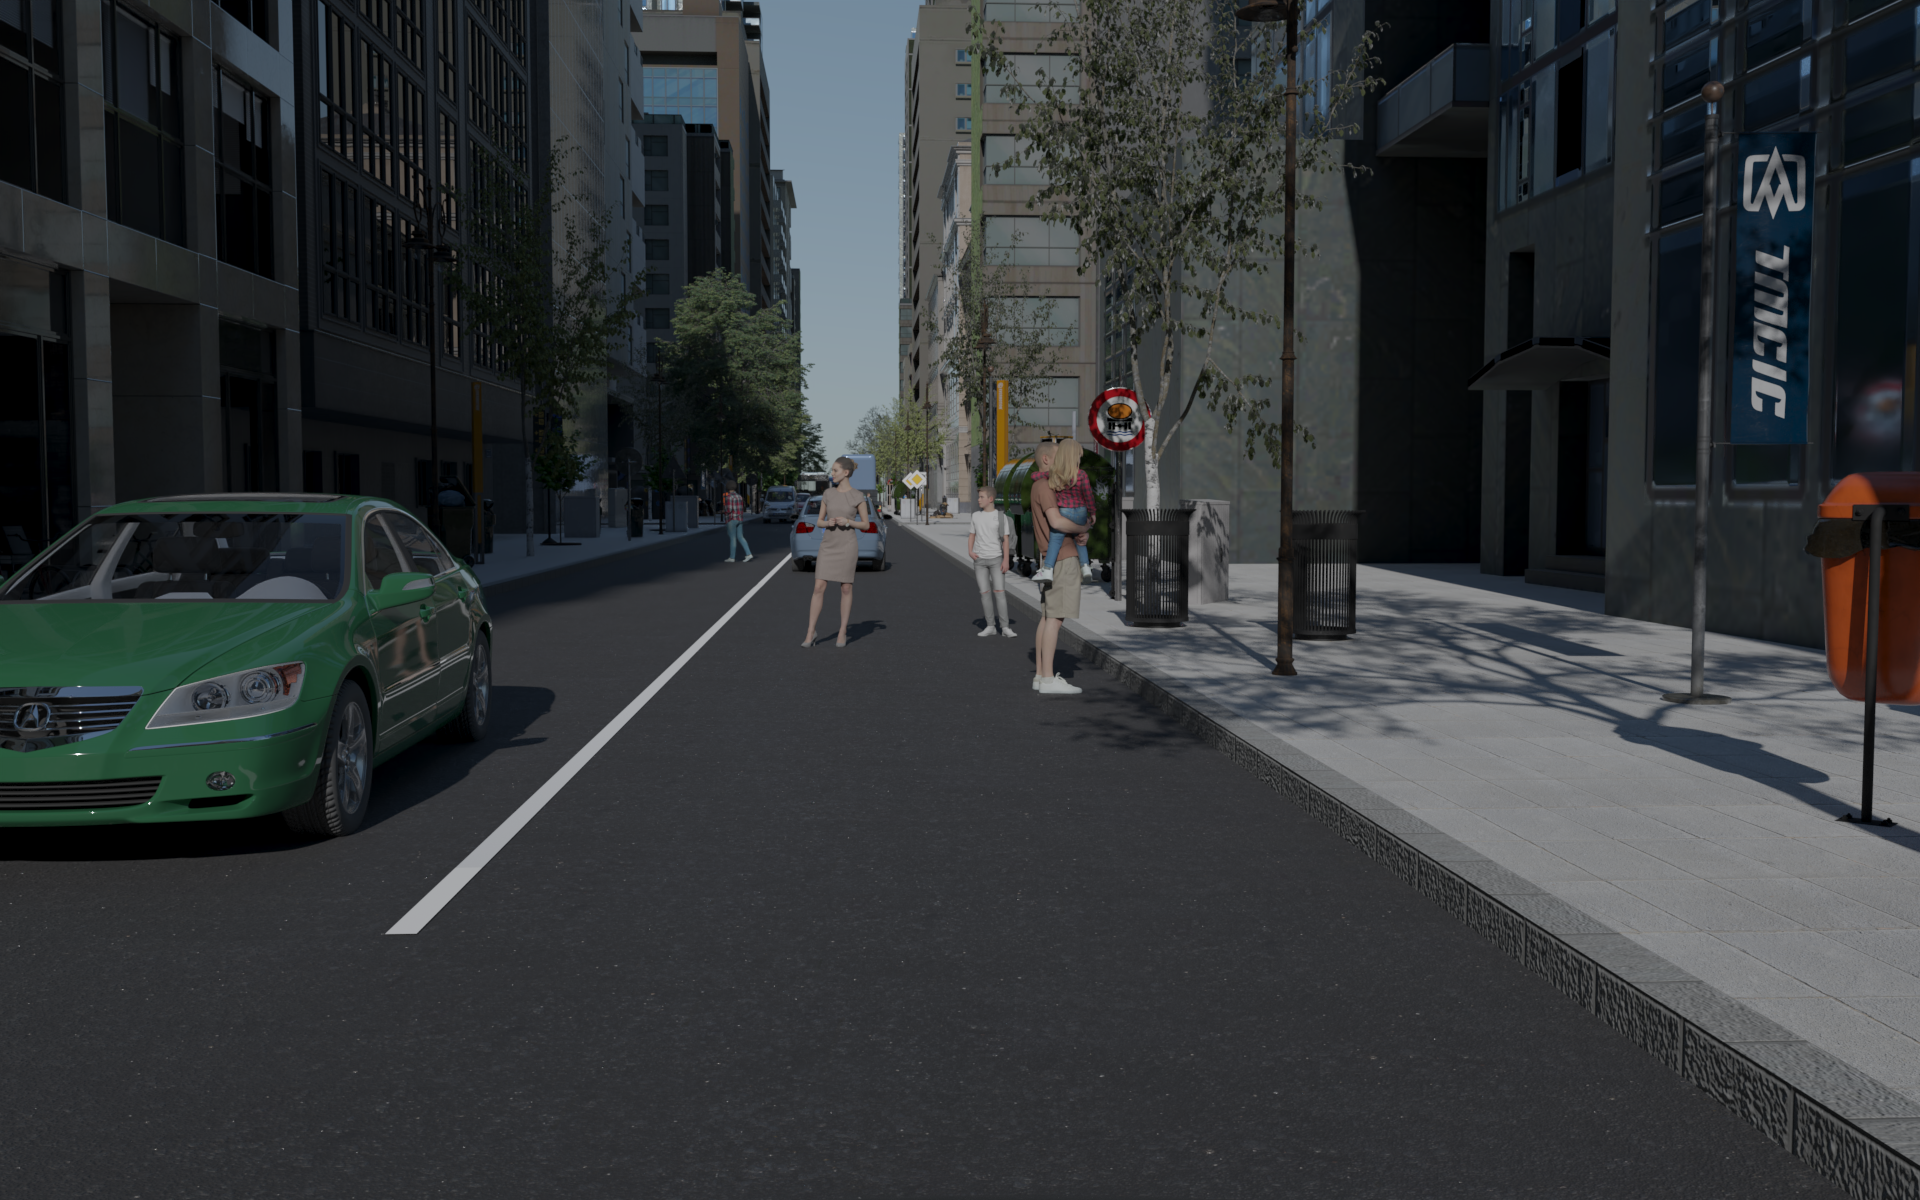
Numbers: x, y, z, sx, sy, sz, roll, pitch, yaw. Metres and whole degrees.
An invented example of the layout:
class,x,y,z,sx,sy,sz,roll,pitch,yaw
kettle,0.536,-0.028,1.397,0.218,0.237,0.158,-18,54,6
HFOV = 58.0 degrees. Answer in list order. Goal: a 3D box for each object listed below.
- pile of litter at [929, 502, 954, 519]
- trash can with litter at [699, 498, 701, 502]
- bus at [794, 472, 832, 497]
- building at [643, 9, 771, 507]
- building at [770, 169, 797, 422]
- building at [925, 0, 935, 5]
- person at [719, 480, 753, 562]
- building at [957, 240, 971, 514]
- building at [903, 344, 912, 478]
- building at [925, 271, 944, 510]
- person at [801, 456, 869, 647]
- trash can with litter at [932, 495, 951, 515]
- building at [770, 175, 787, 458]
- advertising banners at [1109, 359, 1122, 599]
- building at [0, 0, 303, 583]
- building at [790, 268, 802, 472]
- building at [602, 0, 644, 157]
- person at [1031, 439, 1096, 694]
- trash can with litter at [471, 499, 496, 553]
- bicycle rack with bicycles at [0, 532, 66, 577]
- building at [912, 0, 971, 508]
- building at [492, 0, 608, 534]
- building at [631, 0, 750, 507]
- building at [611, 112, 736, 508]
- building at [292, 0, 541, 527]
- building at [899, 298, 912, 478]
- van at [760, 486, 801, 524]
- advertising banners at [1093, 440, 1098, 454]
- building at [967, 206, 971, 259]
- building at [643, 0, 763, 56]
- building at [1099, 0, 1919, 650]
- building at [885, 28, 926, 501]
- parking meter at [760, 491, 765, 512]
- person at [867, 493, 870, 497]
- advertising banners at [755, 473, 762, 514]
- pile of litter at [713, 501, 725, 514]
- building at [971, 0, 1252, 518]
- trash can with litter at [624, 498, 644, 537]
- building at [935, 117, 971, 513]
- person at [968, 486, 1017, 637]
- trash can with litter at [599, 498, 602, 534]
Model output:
class,x,y,z,sx,sy,sz,roll,pitch,yaw
pile of litter,-0.849,-4.722,91.165,1.719,0.858,1.176,1,4,20
trash can with litter,-17.756,-6.368,115.502,0.624,1.170,1.055,2,4,26
bus,-12.005,-8.985,141.764,2.948,3.499,13.247,0,4,-5
building,-30.659,-33.927,178.404,21.300,48.544,21.600,0,4,-4
building,-41.294,-42.424,282.871,28.713,52.752,27.495,0,4,-4
building,4.664,-45.841,187.749,20.563,71.187,20.611,0,4,-4
person,-4.734,-1.662,36.514,0.643,1.720,0.563,2,4,28
building,5.654,-14.815,106.845,10.561,19.102,19.286,0,4,-4
building,7.187,-22.577,214.175,27.650,21.520,28.899,0,4,-4
building,2.297,-18.124,145.476,9.793,20.994,18.267,0,4,-4
person,-1.170,-0.451,16.214,0.599,1.781,0.374,1,4,14
trash can with litter,-0.891,-5.724,104.646,1.678,1.210,2.233,-1,4,-8
building,-36.902,-38.810,254.152,23.786,49.044,30.456,0,4,-4
advertising banners,1.991,-1.576,21.956,0.090,3.025,2.074,0,4,8
building,-19.522,-12.611,10.705,19.350,26.468,34.151,0,4,-4
building,-35.168,-37.985,304.651,14.154,41.232,14.086,0,4,-4
building,-32.508,-31.047,96.858,28.713,52.752,27.495,0,4,-4
person,0.716,-0.250,12.556,0.580,1.828,0.573,3,5,42
trash can with litter,-10.496,-1.592,37.422,1.055,1.170,0.624,3,5,44
bicycle rack with bicycles,-7.726,-0.201,16.670,2.925,0.926,2.852,2,4,31
building,6.348,-33.256,167.438,21.300,48.544,21.600,0,4,-4
building,-23.271,-14.818,60.305,19.932,24.808,12.078,0,4,-4
building,-26.831,-31.216,160.493,14.600,45.320,14.200,0,4,-4
building,-24.986,-22.210,134.831,14.160,30.474,14.107,0,4,-4
building,-18.959,-15.063,39.782,14.314,27.812,24.014,0,4,-4
building,-2.010,-29.573,255.220,14.160,30.474,14.107,0,4,-4
van,-8.835,-4.800,85.490,2.013,2.044,4.112,0,4,-3
advertising banners,4.005,-3.504,53.477,0.090,3.025,2.074,-1,4,-8
building,12.749,-15.142,89.367,24.055,21.916,13.314,0,4,-4
building,-32.949,-54.485,203.497,22.319,86.520,31.000,0,4,-4
building,15.461,-43.553,24.772,22.319,86.520,31.000,0,4,-4
building,-1.557,-60.228,297.406,22.319,86.520,31.000,0,4,-4
parking meter,-14.214,-7.121,124.836,0.372,1.533,0.369,0,3,0
person,-5.255,-5.339,98.393,0.503,1.515,0.523,3,5,39
advertising banners,-13.057,-7.112,112.466,0.090,3.025,2.074,0,4,7
pile of litter,-15.157,-5.854,109.685,1.719,0.858,1.176,0,4,6
building,7.286,-23.088,61.083,14.154,41.232,14.086,0,4,-4
trash can with litter,-9.749,-2.452,51.483,0.624,1.170,1.055,-1,4,-21
building,5.446,-20.816,126.241,13.634,28.700,20.117,0,4,-4
person,0.342,-0.389,17.460,0.503,1.515,0.523,-1,4,-10
trash can with litter,-11.831,-2.673,55.093,0.624,1.170,1.055,-3,5,-43
